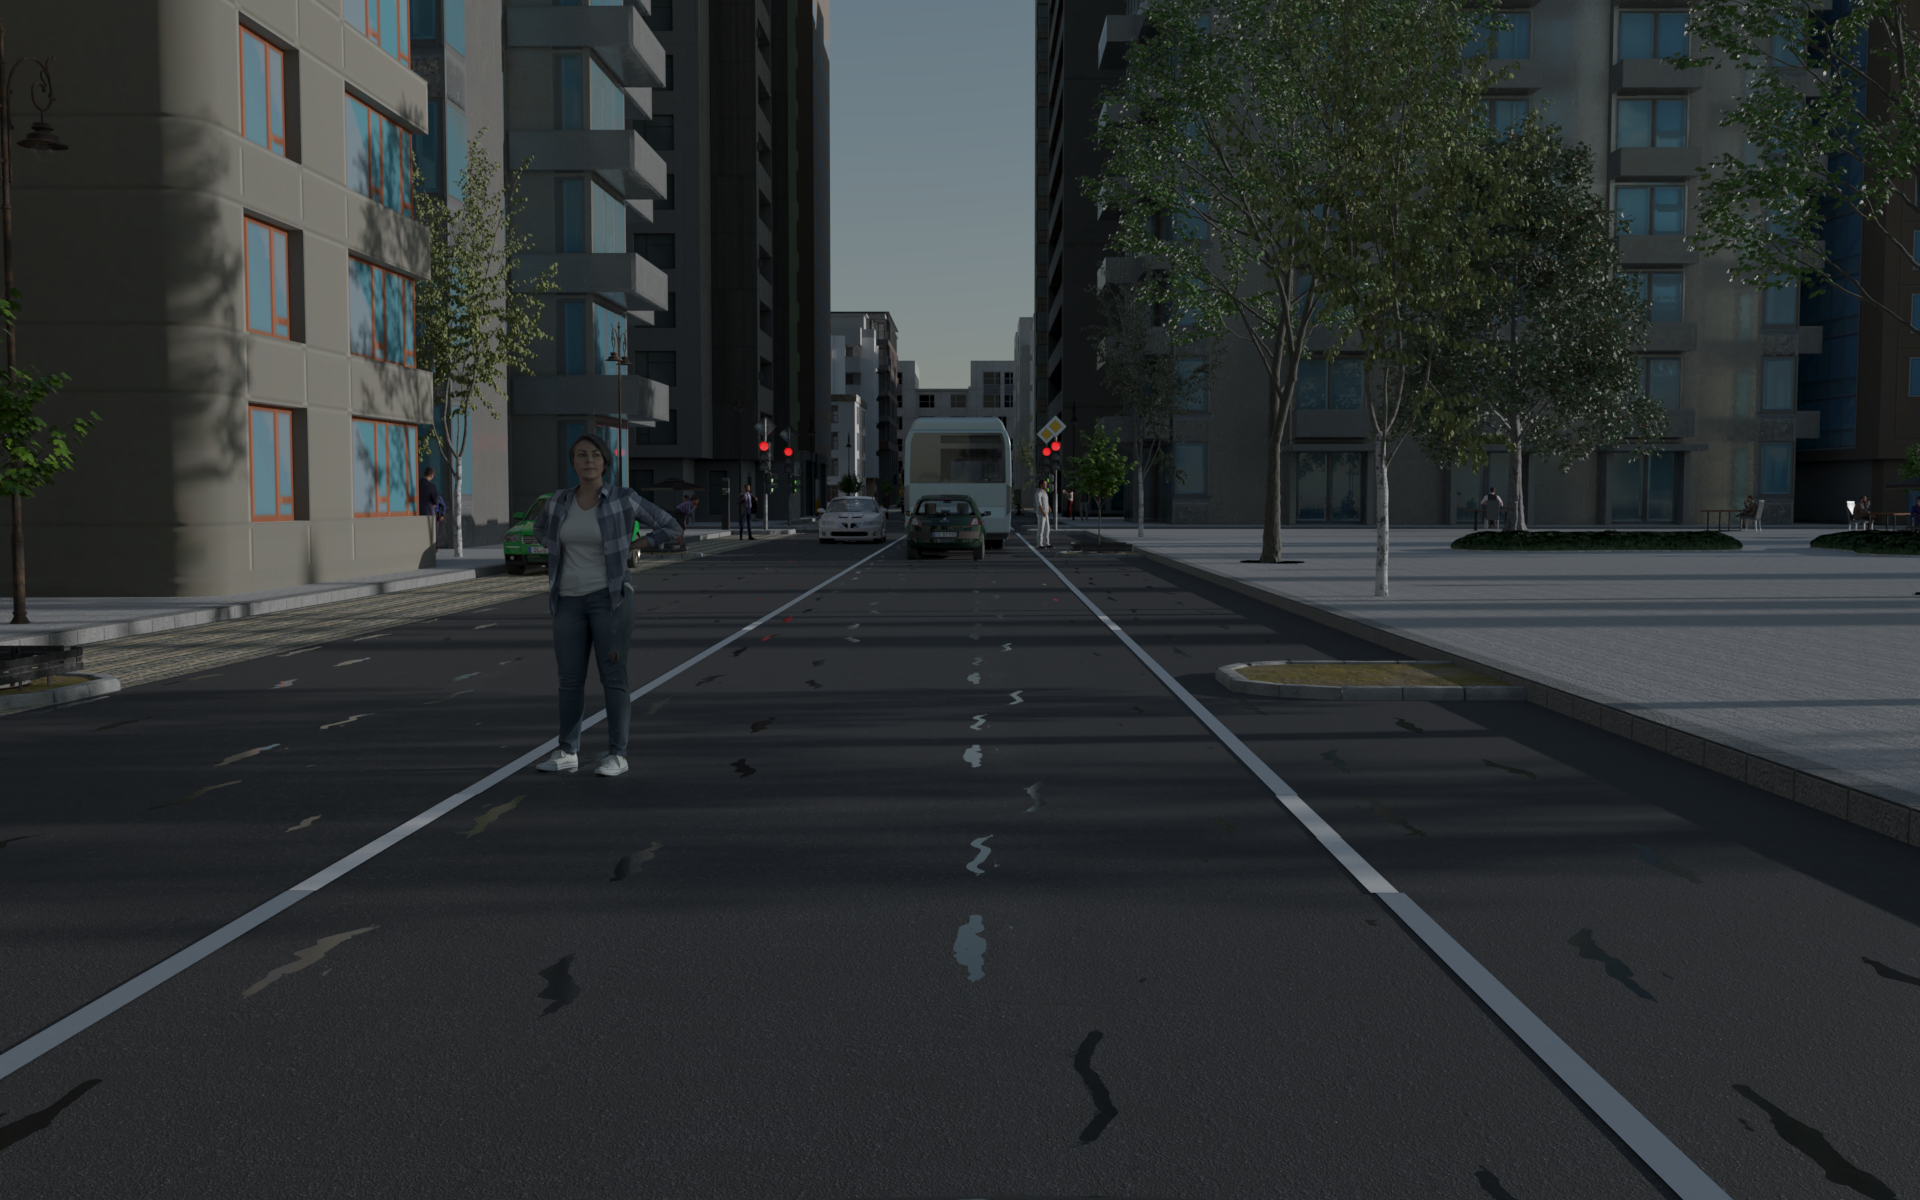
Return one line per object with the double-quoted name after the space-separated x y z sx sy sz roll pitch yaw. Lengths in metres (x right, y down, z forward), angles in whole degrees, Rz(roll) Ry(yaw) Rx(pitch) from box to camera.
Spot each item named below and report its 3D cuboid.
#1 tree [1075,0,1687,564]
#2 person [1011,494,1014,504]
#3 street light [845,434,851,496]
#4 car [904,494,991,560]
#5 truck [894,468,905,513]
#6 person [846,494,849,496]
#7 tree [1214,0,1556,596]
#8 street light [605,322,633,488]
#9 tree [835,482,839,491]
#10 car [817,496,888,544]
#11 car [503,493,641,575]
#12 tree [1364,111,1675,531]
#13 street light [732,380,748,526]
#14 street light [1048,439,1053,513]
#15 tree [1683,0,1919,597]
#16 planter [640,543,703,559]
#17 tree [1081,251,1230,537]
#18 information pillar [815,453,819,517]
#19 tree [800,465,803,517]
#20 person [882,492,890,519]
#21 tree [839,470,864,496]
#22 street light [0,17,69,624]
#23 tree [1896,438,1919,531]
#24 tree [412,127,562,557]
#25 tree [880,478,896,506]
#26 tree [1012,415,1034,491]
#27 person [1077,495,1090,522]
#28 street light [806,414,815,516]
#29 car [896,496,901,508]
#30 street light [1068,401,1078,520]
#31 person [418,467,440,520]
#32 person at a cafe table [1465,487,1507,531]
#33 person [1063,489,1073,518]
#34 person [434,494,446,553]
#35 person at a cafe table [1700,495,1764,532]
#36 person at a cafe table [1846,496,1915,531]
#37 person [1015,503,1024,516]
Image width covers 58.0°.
5.958 -6.488 31.827 9.928 11.665 9.643 0 3 0 "tree"
6.685 -12.941 220.814 0.799 1.438 0.628 0 4 -6 "person"
-8.319 -9.600 129.754 0.468 5.910 1.993 0 4 1 "street light"
-0.295 -1.806 39.320 2.009 1.686 4.222 0 4 1 "car"
-3.156 -8.339 132.264 3.469 3.379 9.791 0 4 1 "truck"
-8.884 -7.939 138.315 0.387 1.526 0.523 -1 4 -21 "person"
5.232 -4.338 21.284 4.737 8.622 4.395 0 3 0 "tree"
-9.158 -4.519 46.668 0.468 5.910 1.993 0 4 1 "street light"
-9.564 -9.104 143.444 1.663 3.219 1.824 0 3 0 "tree"
-3.173 -2.405 51.688 2.083 1.381 4.827 0 4 0 "car"
-7.105 -1.419 31.991 1.959 1.807 4.718 0 4 0 "car"
16.785 -8.282 52.411 9.611 12.733 9.660 0 3 0 "tree"
-8.921 -5.959 70.220 0.468 5.910 1.993 0 4 1 "street light"
5.906 -8.695 114.949 0.468 5.910 1.993 0 4 1 "street light"
12.613 -5.853 21.449 9.928 11.665 9.643 0 3 0 "tree"
-6.886 -1.102 39.152 1.991 0.319 1.994 0 4 1 "planter"
5.558 -6.168 51.208 4.360 8.622 3.978 0 3 0 "tree"
-8.155 -6.587 99.044 0.183 3.616 0.504 1 4 12 "information pillar"
-9.139 -6.189 95.793 1.663 3.219 1.824 0 3 0 "tree"
-4.272 -5.455 99.964 0.388 1.546 0.482 2 4 25 "person"
-8.471 -8.915 140.361 1.663 3.219 1.824 0 3 0 "tree"
-9.305 -2.702 16.966 0.468 5.910 1.993 0 4 1 "street light"
32.933 -3.990 59.844 1.663 3.219 1.824 0 3 0 "tree"
-10.291 -5.204 35.441 4.737 8.622 4.395 0 3 0 "tree"
-8.019 -12.103 192.484 1.663 3.219 1.824 0 3 0 "tree"
6.752 -12.305 151.543 4.737 8.622 4.395 0 3 0 "tree"
5.718 -4.514 79.982 0.434 1.807 0.598 -3 4 -37 "person"
-8.567 -7.784 100.053 0.468 5.910 1.993 0 4 1 "street light"
-5.753 -10.723 184.119 1.959 1.807 4.718 0 4 1 "car"
5.569 -6.851 84.801 0.468 5.910 1.993 0 4 1 "street light"
-9.628 -1.511 31.200 0.683 1.767 0.568 1 4 14 "person"
18.557 -3.175 60.429 1.698 1.524 1.622 1 4 14 "person at a cafe table"
5.796 -5.212 92.723 0.517 1.644 0.566 -2 4 -26 "person"
-11.625 -1.783 37.885 0.574 1.496 0.600 3 5 42 "person"
26.638 -2.974 59.490 1.726 1.238 1.698 3 5 45 "person at a cafe table"
27.073 -2.458 51.055 1.698 1.238 1.726 -3 4 -36 "person at a cafe table"
3.886 -6.027 115.334 0.859 0.850 0.655 2 4 28 "person"
